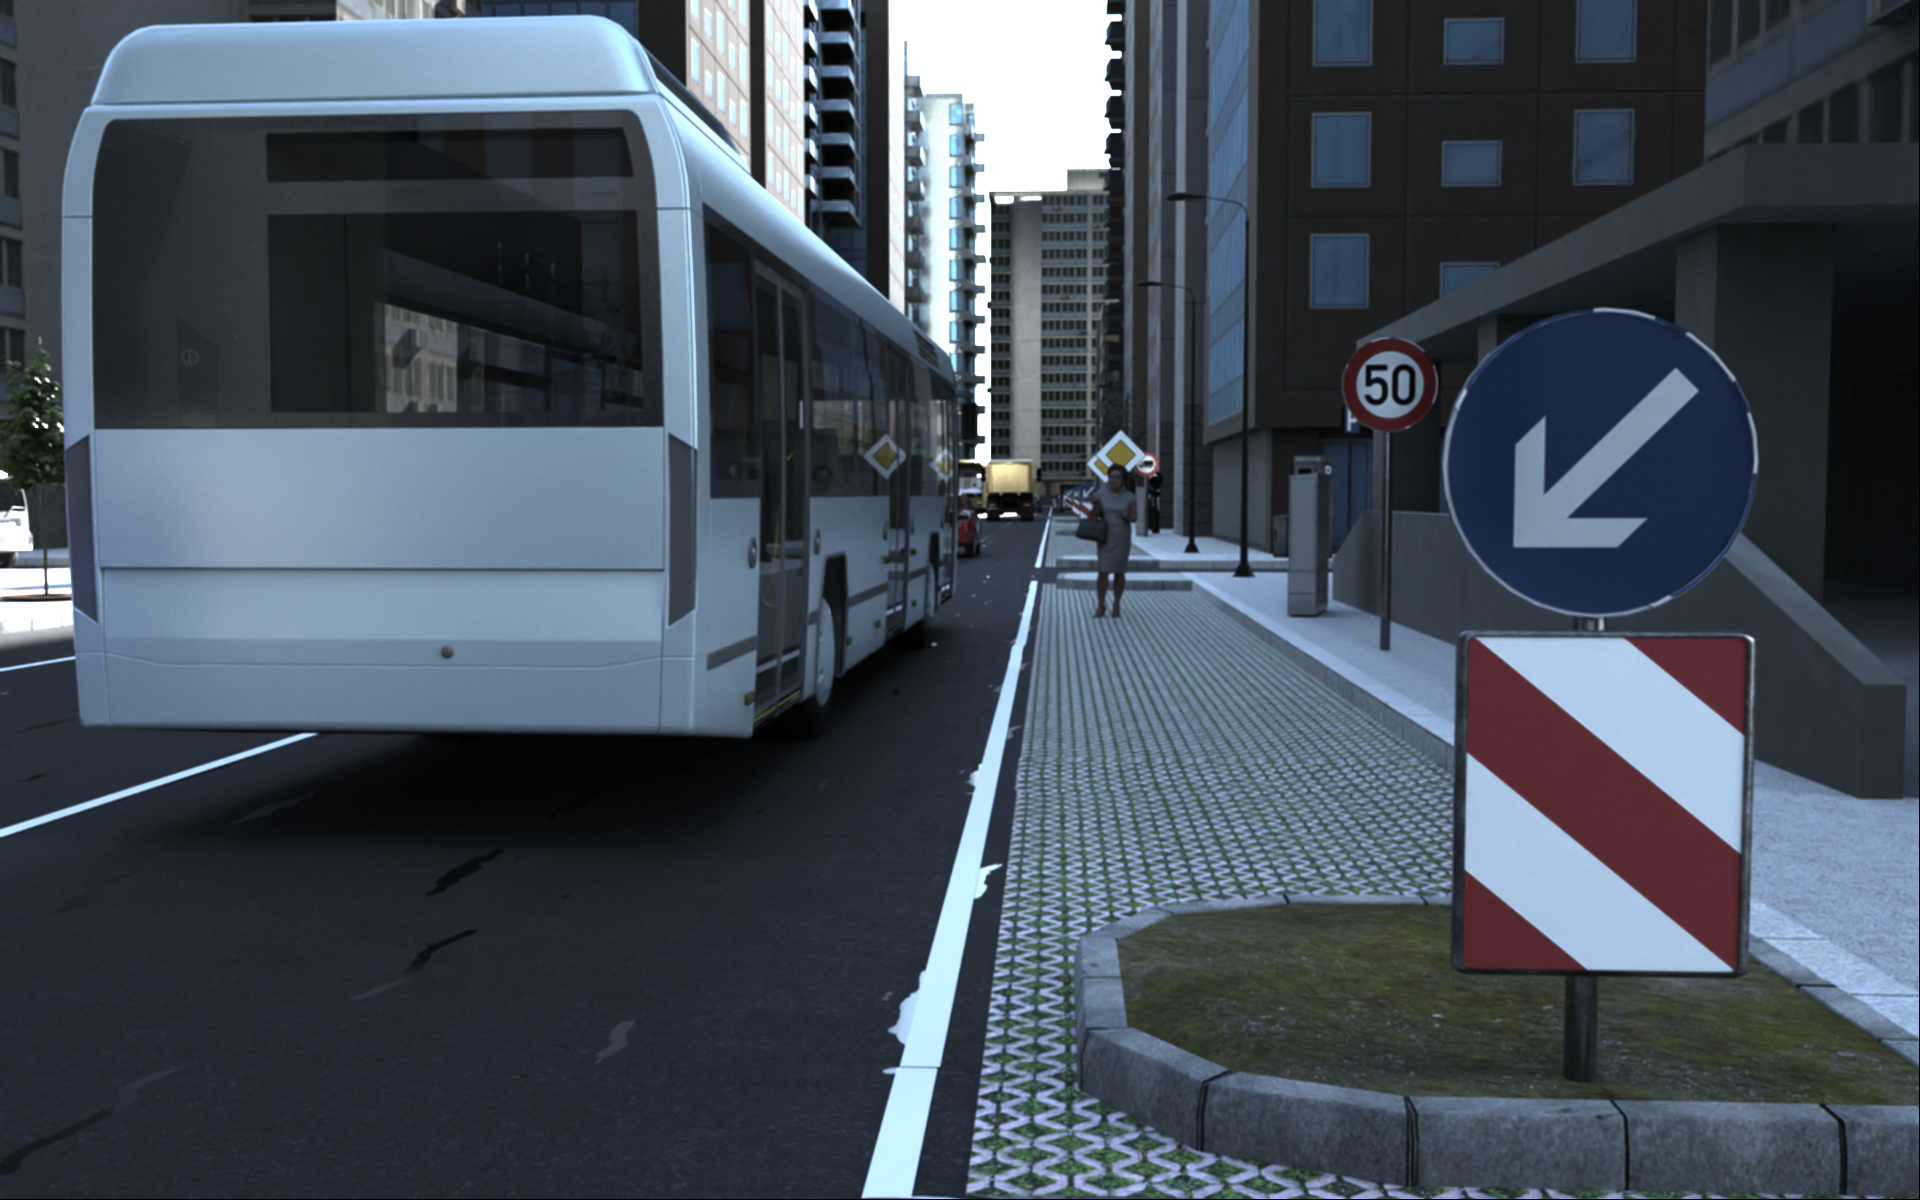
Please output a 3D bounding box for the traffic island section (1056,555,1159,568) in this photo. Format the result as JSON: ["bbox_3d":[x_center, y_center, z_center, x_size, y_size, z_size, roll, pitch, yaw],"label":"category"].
[{"bbox_3d":[2.950,-0.775,34.953,2.009,0.180,2.903,0,4,3],"label":"traffic island section"}]

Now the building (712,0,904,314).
[{"bbox_3d":[-12.264,-30.480,148.454,14.600,45.320,14.200,0,4,3],"label":"building"}]

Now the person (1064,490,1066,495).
[{"bbox_3d":[9.350,-8.900,154.568,0.434,1.755,0.990,2,4,32],"label":"person"}]

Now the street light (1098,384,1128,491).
[{"bbox_3d":[6.529,-6.174,73.483,1.470,5.913,1.316,0,4,3],"label":"street light"}]

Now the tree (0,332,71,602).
[{"bbox_3d":[-11.110,-1.603,20.816,1.663,3.219,1.824,0,3,0],"label":"tree"}]

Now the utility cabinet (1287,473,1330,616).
[{"bbox_3d":[3.728,-0.604,18.553,0.318,1.500,1.173,1,4,18],"label":"utility cabinet"}]

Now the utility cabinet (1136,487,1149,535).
[{"bbox_3d":[5.663,-2.755,53.724,0.318,1.500,1.173,1,4,11],"label":"utility cabinet"}]

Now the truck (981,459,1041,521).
[{"bbox_3d":[2.801,-6.113,95.879,3.469,3.379,9.791,0,4,2],"label":"truck"}]

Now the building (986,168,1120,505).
[{"bbox_3d":[15.390,-31.629,209.018,23.993,40.220,32.217,0,4,3],"label":"building"}]

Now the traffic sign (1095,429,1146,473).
[{"bbox_3d":[2.490,-1.423,26.904,0.795,2.450,0.064,0,4,3],"label":"traffic sign"}]

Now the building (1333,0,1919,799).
[{"bbox_3d":[20.247,-19.585,12.094,32.217,40.220,23.993,0,4,3],"label":"building"}]

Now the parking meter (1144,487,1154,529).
[{"bbox_3d":[6.863,-3.338,62.995,0.372,1.533,0.369,0,3,0],"label":"parking meter"}]

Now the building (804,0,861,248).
[{"bbox_3d":[-17.731,-49.678,124.903,22.319,86.520,31.000,0,4,3],"label":"building"}]

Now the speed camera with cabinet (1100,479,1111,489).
[{"bbox_3d":[8.926,-6.471,100.140,0.660,3.252,2.038,3,5,40],"label":"speed camera with cabinet"}]

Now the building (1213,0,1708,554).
[{"bbox_3d":[13.700,-23.963,41.898,14.200,45.320,14.600,0,4,3],"label":"building"}]

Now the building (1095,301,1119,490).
[{"bbox_3d":[27.389,-19.835,169.338,27.650,21.520,28.899,0,4,3],"label":"building"}]

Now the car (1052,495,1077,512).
[{"bbox_3d":[8.523,-7.849,140.700,2.083,1.381,4.827,0,4,2],"label":"car"}]

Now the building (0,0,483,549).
[{"bbox_3d":[-27.254,-21.785,48.061,32.217,40.220,23.993,0,4,3],"label":"building"}]

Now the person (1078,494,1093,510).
[{"bbox_3d":[5.518,-4.101,75.908,0.716,1.782,0.532,1,4,16],"label":"person"}]

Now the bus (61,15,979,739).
[{"bbox_3d":[-1.747,-1.131,13.356,2.948,3.499,13.247,0,4,5],"label":"bus"}]

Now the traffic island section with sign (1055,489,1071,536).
[{"bbox_3d":[4.322,-3.136,59.901,1.989,1.847,2.006,0,4,3],"label":"traffic island section with sign"}]

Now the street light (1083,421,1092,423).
[{"bbox_3d":[8.516,-8.395,109.795,1.470,5.913,1.316,0,4,3],"label":"street light"}]

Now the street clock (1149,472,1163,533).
[{"bbox_3d":[6.391,-3.179,56.542,0.358,2.002,0.471,-2,4,-32],"label":"street clock"}]

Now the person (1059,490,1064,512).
[{"bbox_3d":[7.830,-7.687,134.904,0.721,1.735,1.217,-1,4,-14],"label":"person"}]

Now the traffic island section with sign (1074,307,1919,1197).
[{"bbox_3d":[1.300,0.254,4.482,1.989,1.847,2.006,0,4,3],"label":"traffic island section with sign"}]

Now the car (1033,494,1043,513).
[{"bbox_3d":[5.477,-7.480,134.295,2.014,1.417,4.499,0,4,2],"label":"car"}]

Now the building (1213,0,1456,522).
[{"bbox_3d":[17.511,-27.104,93.268,14.600,45.320,14.200,0,4,3],"label":"building"}]

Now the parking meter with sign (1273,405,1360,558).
[{"bbox_3d":[7.082,-2.349,34.671,1.738,3.016,0.543,3,5,44],"label":"parking meter with sign"}]

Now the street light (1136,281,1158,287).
[{"bbox_3d":[4.542,-3.995,37.852,1.470,5.913,1.316,0,4,3],"label":"street light"}]

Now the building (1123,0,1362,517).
[{"bbox_3d":[18.390,-28.594,117.625,14.600,45.320,14.200,0,4,3],"label":"building"}]

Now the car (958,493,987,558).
[{"bbox_3d":[-0.458,-1.930,40.592,2.155,1.783,4.494,0,4,3],"label":"car"}]

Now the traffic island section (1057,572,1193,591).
[{"bbox_3d":[2.514,-0.287,26.980,2.009,0.180,2.903,0,4,3],"label":"traffic island section"}]

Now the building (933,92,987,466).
[{"bbox_3d":[-11.998,-35.896,206.501,30.456,49.044,23.786,0,4,3],"label":"building"}]

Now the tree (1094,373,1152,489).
[{"bbox_3d":[9.982,-9.429,104.522,4.360,8.622,3.978,0,3,0],"label":"tree"}]

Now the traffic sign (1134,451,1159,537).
[{"bbox_3d":[5.546,-3.152,51.648,0.768,2.556,0.104,0,4,7],"label":"traffic sign"}]

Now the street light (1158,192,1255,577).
[{"bbox_3d":[3.872,-3.317,26.779,1.470,5.913,1.316,0,4,3],"label":"street light"}]

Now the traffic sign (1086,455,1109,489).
[{"bbox_3d":[2.926,-1.910,34.877,0.795,2.450,0.064,0,4,3],"label":"traffic sign"}]

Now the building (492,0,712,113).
[{"bbox_3d":[-16.618,-27.348,97.254,14.600,45.320,14.200,0,4,3],"label":"building"}]

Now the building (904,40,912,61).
[{"bbox_3d":[-19.091,-33.948,174.657,30.456,49.044,23.786,0,4,3],"label":"building"}]

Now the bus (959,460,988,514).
[{"bbox_3d":[0.717,-8.305,127.334,2.896,3.916,12.252,0,4,3],"label":"bus"}]

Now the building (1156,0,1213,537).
[{"bbox_3d":[17.929,-31.905,63.648,21.231,58.520,28.212,0,4,3],"label":"building"}]

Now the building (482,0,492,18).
[{"bbox_3d":[-17.136,-25.953,74.440,14.600,45.320,14.200,0,4,3],"label":"building"}]

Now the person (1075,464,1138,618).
[{"bbox_3d":[1.688,-0.679,19.964,0.716,1.782,0.532,0,4,7],"label":"person"}]

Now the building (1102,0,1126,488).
[{"bbox_3d":[22.775,-29.662,139.602,22.147,44.769,28.867,0,4,3],"label":"building"}]

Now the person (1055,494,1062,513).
[{"bbox_3d":[7.478,-7.337,131.678,0.599,1.433,0.991,-2,4,-31],"label":"person"}]

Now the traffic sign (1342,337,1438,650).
[{"bbox_3d":[3.501,-0.861,14.189,0.768,2.556,0.104,0,4,5],"label":"traffic sign"}]

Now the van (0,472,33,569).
[{"bbox_3d":[-19.104,-1.484,31.274,4.112,2.044,2.013,0,4,3],"label":"van"}]
